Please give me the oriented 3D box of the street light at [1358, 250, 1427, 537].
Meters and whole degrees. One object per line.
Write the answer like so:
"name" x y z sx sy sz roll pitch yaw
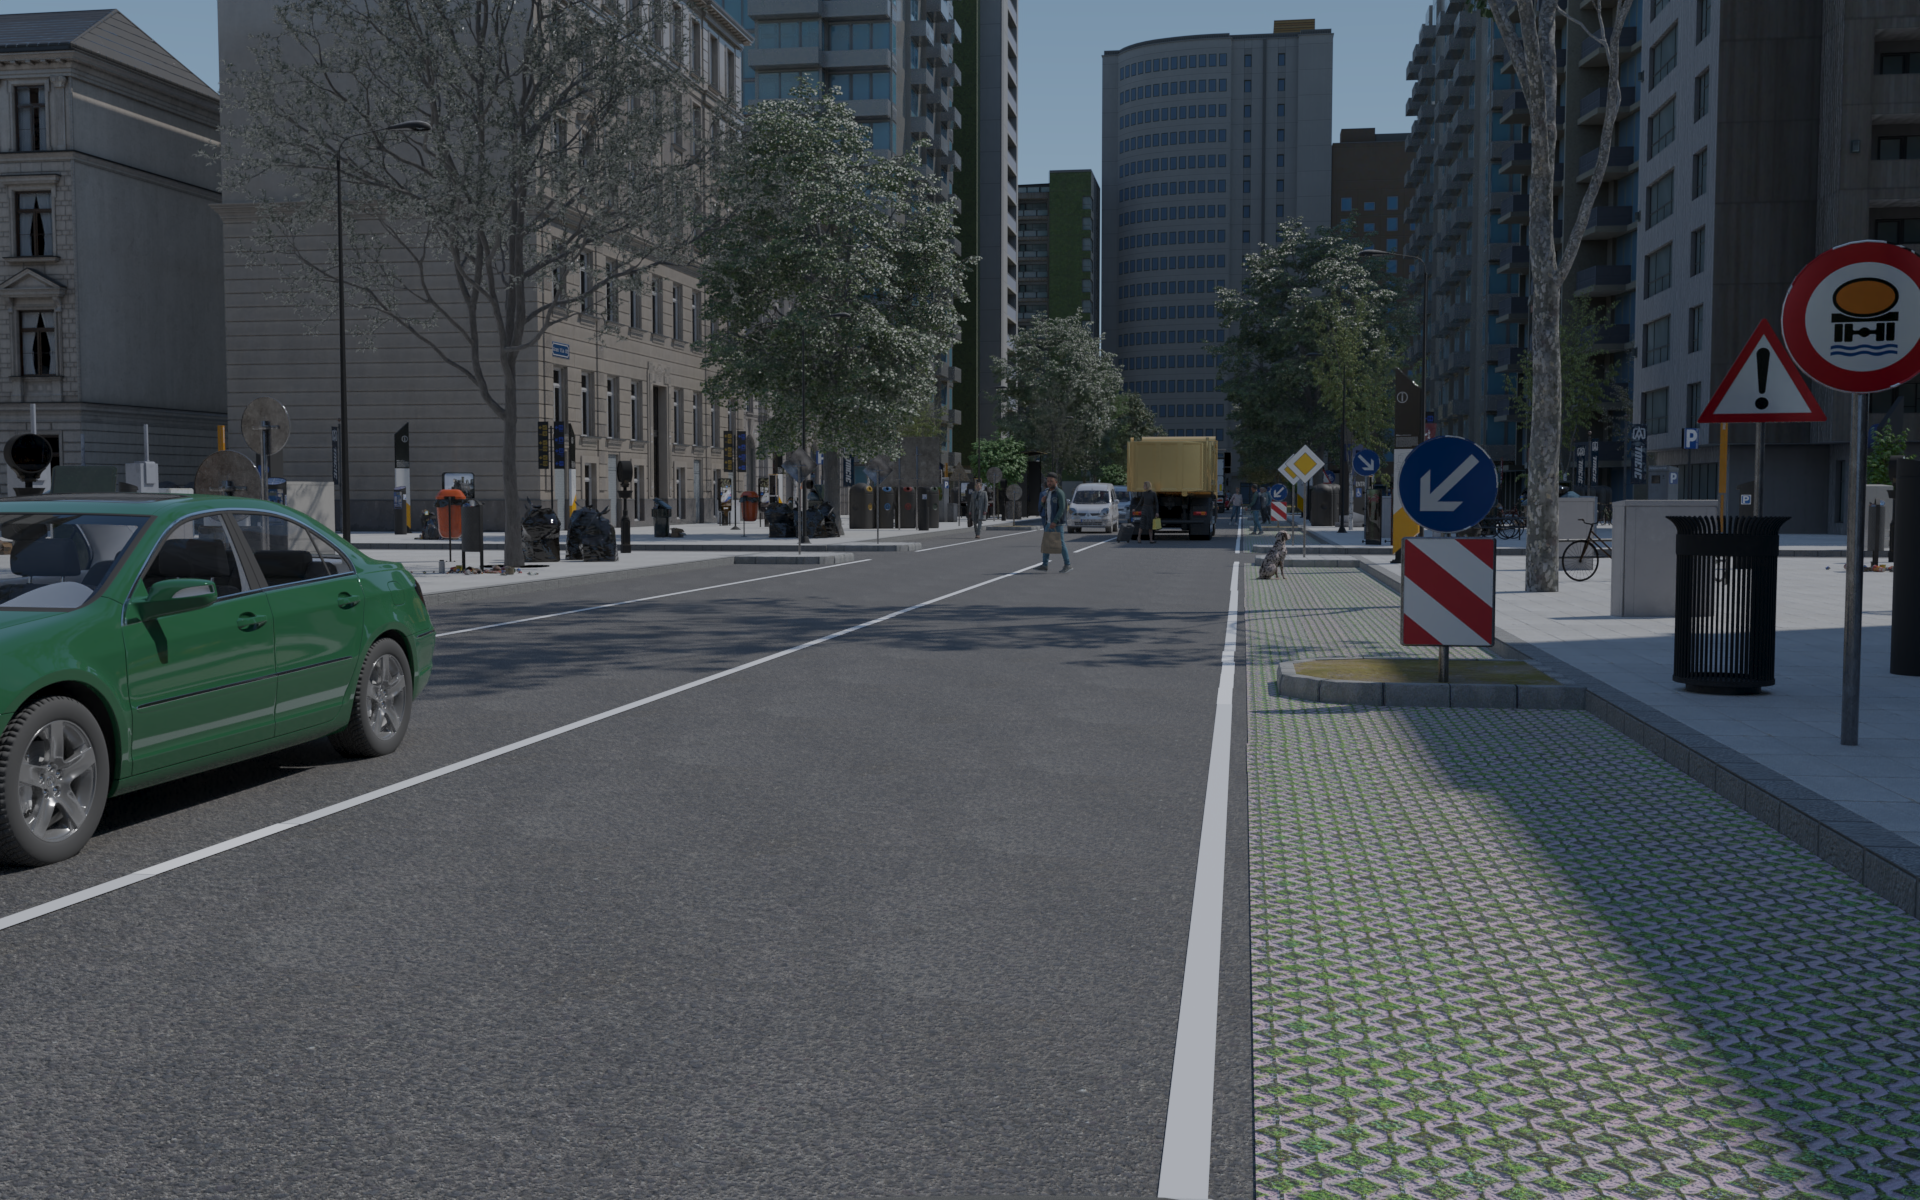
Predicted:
"street light" 8.274 -3.699 33.025 1.470 5.913 1.316 1 4 9

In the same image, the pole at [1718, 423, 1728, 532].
"pole" 18.012 -2.878 40.897 0.158 3.312 0.155 0 3 0

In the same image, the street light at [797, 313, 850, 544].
"street light" -3.498 -4.407 44.589 1.470 5.913 1.316 1 4 9

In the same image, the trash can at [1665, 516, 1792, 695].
"trash can" 4.961 0.026 11.226 0.748 1.137 0.748 0 3 0

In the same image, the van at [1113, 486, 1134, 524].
"van" 7.573 -4.677 83.484 2.013 2.044 4.112 1 4 8

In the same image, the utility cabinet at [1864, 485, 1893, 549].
"utility cabinet" 21.085 -1.922 40.101 1.173 1.500 0.318 -2 4 -27

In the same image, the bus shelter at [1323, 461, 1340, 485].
"bus shelter" 23.453 -7.028 108.829 2.014 3.302 5.546 1 4 9

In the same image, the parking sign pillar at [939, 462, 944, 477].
"parking sign pillar" -1.661 -7.167 105.653 1.447 3.967 1.447 0 4 -4

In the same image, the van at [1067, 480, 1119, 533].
"van" 4.969 -3.519 64.540 2.013 2.044 4.112 1 4 10

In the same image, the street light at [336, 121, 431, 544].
"street light" -7.266 -3.012 21.795 1.470 5.913 1.316 1 4 9

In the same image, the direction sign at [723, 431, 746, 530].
"direction sign" -8.061 -4.286 62.078 0.876 3.537 0.379 -2 4 -33

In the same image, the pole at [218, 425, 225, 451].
"pole" -21.956 -3.530 51.552 0.158 3.312 0.155 0 3 0

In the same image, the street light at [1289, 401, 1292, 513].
"street light" 16.857 -6.967 86.452 1.470 5.913 1.316 1 4 9

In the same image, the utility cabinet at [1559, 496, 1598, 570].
"utility cabinet" 10.167 -1.110 29.306 1.020 1.237 0.306 1 4 9

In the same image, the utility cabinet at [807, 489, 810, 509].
"utility cabinet" -6.537 -4.401 80.633 1.173 1.500 0.318 -1 4 -10

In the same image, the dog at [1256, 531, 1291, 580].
"dog" 5.133 -0.745 29.010 0.800 0.831 0.513 1 4 10

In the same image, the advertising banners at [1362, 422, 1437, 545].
"advertising banners" 10.925 -2.869 43.088 0.090 3.025 2.074 -3 5 -43

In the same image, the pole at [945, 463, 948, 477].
"pole" -0.905 -7.323 113.582 0.158 3.312 0.155 0 3 0

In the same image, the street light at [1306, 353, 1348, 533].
"street light" 12.080 -5.171 57.093 1.470 5.913 1.316 1 4 9

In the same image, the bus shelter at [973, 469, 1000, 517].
"bus shelter" 2.080 -6.738 101.441 1.731 3.624 6.357 1 4 9

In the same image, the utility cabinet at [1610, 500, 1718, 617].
"utility cabinet" 7.390 -0.431 18.203 1.020 1.237 0.306 0 4 -6

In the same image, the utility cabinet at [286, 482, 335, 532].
"utility cabinet" -11.769 -1.372 31.104 0.318 1.500 1.173 1 4 22

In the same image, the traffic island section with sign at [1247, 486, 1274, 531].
"traffic island section with sign" 12.247 -3.585 67.236 1.989 1.847 2.006 1 4 9

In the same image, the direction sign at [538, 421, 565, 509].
"direction sign" -12.719 -3.790 53.965 0.876 3.537 0.379 1 4 12

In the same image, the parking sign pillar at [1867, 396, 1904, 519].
"parking sign pillar" 25.304 -3.607 47.447 1.447 3.967 1.447 -3 5 -39

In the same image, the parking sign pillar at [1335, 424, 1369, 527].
"parking sign pillar" 15.297 -4.811 67.138 1.447 3.967 1.447 -3 5 -40

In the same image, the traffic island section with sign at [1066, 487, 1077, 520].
"traffic island section with sign" 6.491 -5.310 95.448 1.989 1.847 2.006 1 4 9

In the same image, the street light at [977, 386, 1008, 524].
"street light" 1.355 -6.237 74.509 1.470 5.913 1.316 1 4 9

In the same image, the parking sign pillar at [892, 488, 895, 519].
"parking sign pillar" -3.160 -6.147 88.977 1.447 3.967 1.447 -1 4 -22

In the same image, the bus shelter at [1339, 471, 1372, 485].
"bus shelter" 20.059 -5.945 88.484 1.731 3.624 6.357 1 4 9

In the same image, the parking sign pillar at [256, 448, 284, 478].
"parking sign pillar" -20.386 -3.834 51.165 1.447 3.967 1.447 0 4 -6

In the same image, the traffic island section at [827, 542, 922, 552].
"traffic island section" -2.137 -1.366 44.612 2.009 0.180 2.903 1 4 9

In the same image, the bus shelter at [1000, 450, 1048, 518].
"bus shelter" 3.625 -6.356 95.199 1.731 3.624 6.357 1 4 9

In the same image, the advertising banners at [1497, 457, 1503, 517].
"advertising banners" 25.516 -5.254 82.091 0.090 3.025 2.074 0 4 8

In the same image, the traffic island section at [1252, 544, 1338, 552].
"traffic island section" 8.267 -1.262 42.917 2.009 0.180 2.903 1 4 9

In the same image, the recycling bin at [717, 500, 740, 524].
"recycling bin" -9.866 -3.748 73.838 0.722 1.027 0.722 2 4 29

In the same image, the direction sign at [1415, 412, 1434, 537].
"direction sign" 12.560 -3.403 47.629 0.876 3.537 0.379 1 4 10

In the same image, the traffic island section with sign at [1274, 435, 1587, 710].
"traffic island section with sign" 3.312 -0.236 12.493 1.989 1.847 2.006 1 4 9

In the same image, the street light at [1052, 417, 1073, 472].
"street light" 6.102 -8.036 103.925 1.470 5.913 1.316 1 4 9

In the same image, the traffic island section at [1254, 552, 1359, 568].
"traffic island section" 6.982 -0.780 35.036 2.009 0.180 2.903 1 4 9

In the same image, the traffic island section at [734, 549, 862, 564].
"traffic island section" -3.422 -0.884 36.731 2.009 0.180 2.903 1 4 9

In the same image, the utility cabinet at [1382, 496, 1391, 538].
"utility cabinet" 12.737 -2.408 50.537 1.020 1.237 0.306 3 4 38

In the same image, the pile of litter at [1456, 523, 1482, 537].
"pile of litter" 8.625 -0.993 30.194 1.176 0.858 1.719 1 4 16

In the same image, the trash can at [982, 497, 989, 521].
"trash can" 1.023 -4.339 82.600 0.748 1.137 0.748 0 3 0

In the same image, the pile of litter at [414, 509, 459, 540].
"pile of litter" -14.788 -2.138 48.916 1.176 0.858 1.719 -2 4 -25

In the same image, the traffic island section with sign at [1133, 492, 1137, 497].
"traffic island section with sign" 14.575 -8.343 145.032 1.989 1.847 2.006 1 4 9
